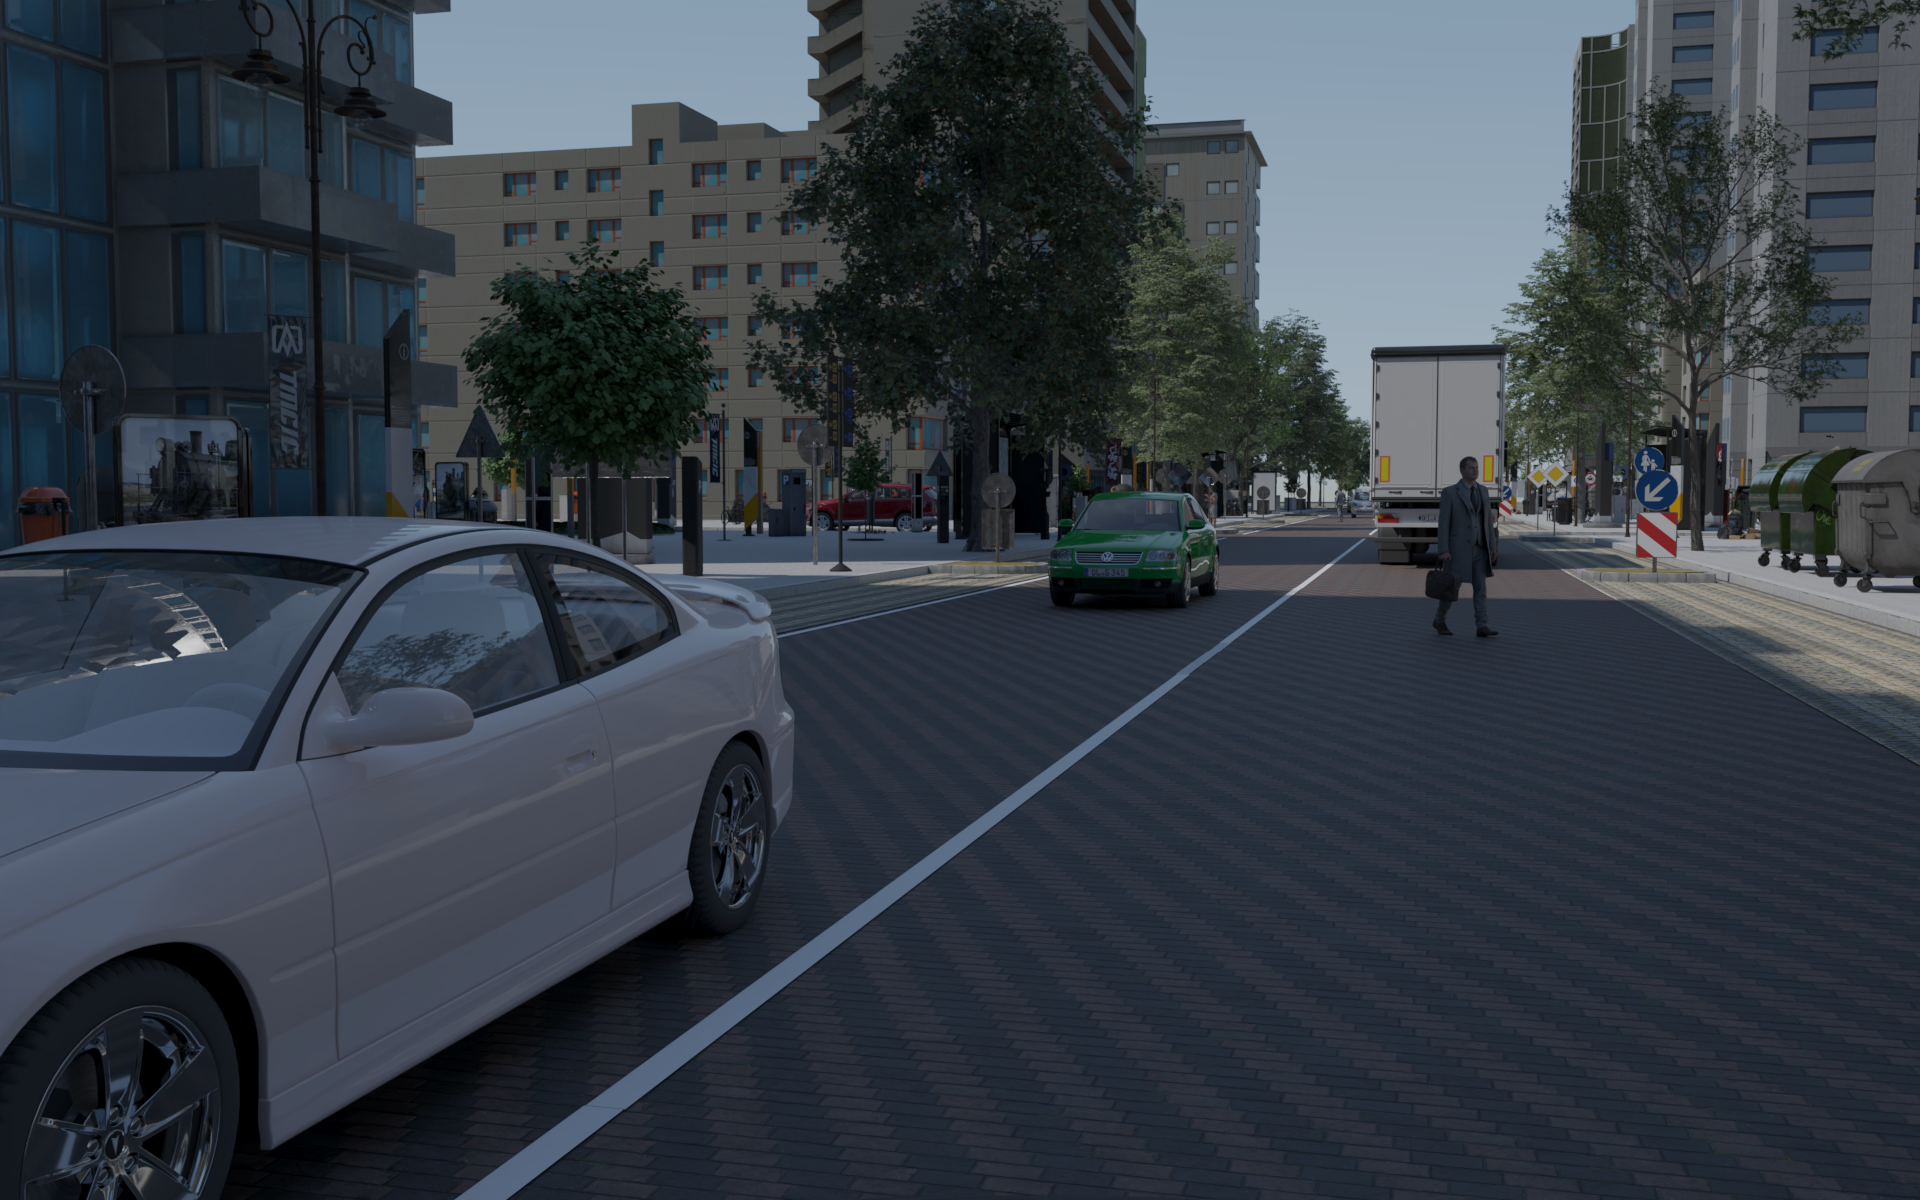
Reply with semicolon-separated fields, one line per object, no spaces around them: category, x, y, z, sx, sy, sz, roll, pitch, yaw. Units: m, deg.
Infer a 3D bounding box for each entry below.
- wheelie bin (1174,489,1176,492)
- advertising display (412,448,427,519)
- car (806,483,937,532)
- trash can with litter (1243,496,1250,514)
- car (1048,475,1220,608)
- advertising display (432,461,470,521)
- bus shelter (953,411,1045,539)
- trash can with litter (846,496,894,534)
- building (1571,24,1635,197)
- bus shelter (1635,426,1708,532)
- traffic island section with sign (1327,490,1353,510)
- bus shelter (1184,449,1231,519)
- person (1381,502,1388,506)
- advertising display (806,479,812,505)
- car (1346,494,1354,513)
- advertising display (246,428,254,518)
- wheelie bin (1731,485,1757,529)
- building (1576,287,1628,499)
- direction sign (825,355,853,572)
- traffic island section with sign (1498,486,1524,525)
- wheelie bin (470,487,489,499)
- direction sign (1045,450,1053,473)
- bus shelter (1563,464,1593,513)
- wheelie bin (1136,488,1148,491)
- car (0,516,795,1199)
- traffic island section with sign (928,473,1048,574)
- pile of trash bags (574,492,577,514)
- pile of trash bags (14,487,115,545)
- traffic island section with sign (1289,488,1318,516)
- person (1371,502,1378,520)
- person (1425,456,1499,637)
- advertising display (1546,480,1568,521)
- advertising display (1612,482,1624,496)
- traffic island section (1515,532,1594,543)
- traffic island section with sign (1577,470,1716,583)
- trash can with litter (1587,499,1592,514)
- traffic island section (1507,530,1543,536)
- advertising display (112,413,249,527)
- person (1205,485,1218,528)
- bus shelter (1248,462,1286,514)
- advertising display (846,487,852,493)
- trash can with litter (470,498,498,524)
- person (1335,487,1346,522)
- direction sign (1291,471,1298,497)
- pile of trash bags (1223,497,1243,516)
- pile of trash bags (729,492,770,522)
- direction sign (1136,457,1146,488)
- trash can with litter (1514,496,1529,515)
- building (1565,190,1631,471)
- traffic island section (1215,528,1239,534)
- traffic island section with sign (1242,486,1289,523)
wheelie bin;14.038;-6.529;114.652;0.980;1.594;0.693;-3;5;-45
advertising display;-7.701;-1.159;24.158;0.123;1.923;0.974;0;4;7
car;-3.059;-3.263;62.024;5.304;1.827;2.281;1;4;16
trash can with litter;18.378;-6.175;112.347;0.624;1.170;1.055;2;4;29
car;2.418;-0.893;23.404;1.959;1.807;4.718;1;4;16
advertising display;-10.124;-1.794;34.551;0.974;1.923;0.123;3;4;38
bus shelter;1.400;-3.700;51.771;1.731;3.624;6.357;1;4;15
trash can with litter;-2.943;-2.773;56.398;1.678;1.210;2.233;-1;4;-12
building;103.696;-50.793;268.713;20.563;71.187;20.611;1;4;15
bus shelter;25.475;-4.336;62.175;1.731;3.624;6.357;1;4;15
traffic island section with sign;34.929;-9.237;159.646;1.989;1.847;2.006;1;4;15
bus shelter;13.282;-6.212;92.850;1.731;3.624;6.357;1;4;15
person;32.176;-7.482;130.842;0.660;1.820;0.620;-2;4;-26
advertising display;-6.537;-4.183;73.613;0.123;1.923;0.974;2;4;34
car;30.629;-7.503;132.900;2.015;1.641;3.980;1;4;15
advertising display;-7.284;-0.714;16.884;0.974;1.923;0.123;2;4;25
wheelie bin;28.556;-3.362;62.878;0.980;1.594;0.693;0;4;-3
building;92.816;-28.643;240.018;14.160;30.474;14.107;1;4;15
direction sign;-1.978;-2.240;28.619;0.379;3.537;0.876;2;4;23
traffic island section with sign;25.582;-4.477;81.826;1.989;1.847;2.006;1;4;15
wheelie bin;-22.559;-4.492;81.357;0.693;1.594;0.980;1;4;14
direction sign;4.533;-5.944;89.184;0.379;3.537;0.876;-2;4;-28
bus shelter;41.612;-7.561;117.543;2.014;3.302;5.546;1;4;15
wheelie bin;9.964;-5.343;95.262;0.980;1.594;0.693;1;4;17
car;-1.942;0.475;4.602;2.083;1.381;4.827;1;4;15
traffic island section with sign;0.621;-1.410;31.674;1.989;1.847;2.006;1;4;15
pile of trash bags;-25.892;-6.751;120.137;1.912;1.369;3.447;2;4;33
pile of trash bags;-10.653;-0.761;22.201;1.912;1.369;3.447;1;4;13
traffic island section with sign;22.004;-6.287;111.413;1.989;1.847;2.006;1;4;15
person;22.578;-5.076;94.081;0.523;1.515;0.503;1;4;12
person;5.102;-0.541;17.442;0.694;1.812;0.767;-1;4;-19
advertising display;28.157;-4.681;81.741;0.974;1.923;0.123;3;5;40
advertising display;33.730;-5.146;89.348;0.974;1.923;0.123;-1;4;-9
traffic island section;18.062;-1.853;52.579;2.009;0.180;2.903;1;4;15
traffic island section with sign;11.364;-1.233;28.795;1.989;1.847;2.006;1;4;15
trash can with litter;40.327;-6.096;111.057;1.055;1.170;0.624;2;4;27
traffic island section;20.129;-2.325;60.293;2.009;0.180;2.903;1;4;15
advertising display;-6.317;-0.540;14.047;0.974;1.923;0.123;-3;5;-42
person;9.742;-3.580;67.393;0.532;1.782;0.716;0;4;1
bus shelter;19.912;-7.248;112.425;2.014;3.302;5.546;1;4;15
advertising display;-4.062;-3.884;68.712;0.974;1.923;0.123;-2;4;-35
trash can with litter;-11.654;-1.940;43.114;0.624;1.170;1.055;-3;4;-39
person;19.602;-4.936;89.309;0.635;1.810;0.391;-3;5;-41
direction sign;26.288;-8.816;136.143;0.379;3.537;0.876;-1;4;-20
pile of trash bags;14.865;-5.579;100.969;1.912;1.369;3.447;-3;5;-44
pile of trash bags;-9.474;-4.273;79.609;1.912;1.369;3.447;0;4;8
direction sign;11.044;-6.946;105.566;0.379;3.537;0.876;-2;4;-34
trash can with litter;35.242;-5.930;108.345;1.055;1.170;0.624;0;4;1
building;96.663;-36.898;253.397;14.600;45.320;14.200;1;4;15
traffic island section;9.078;-2.506;63.249;2.009;0.180;2.903;1;4;15
traffic island section with sign;14.937;-4.675;85.057;1.989;1.847;2.006;1;4;15
